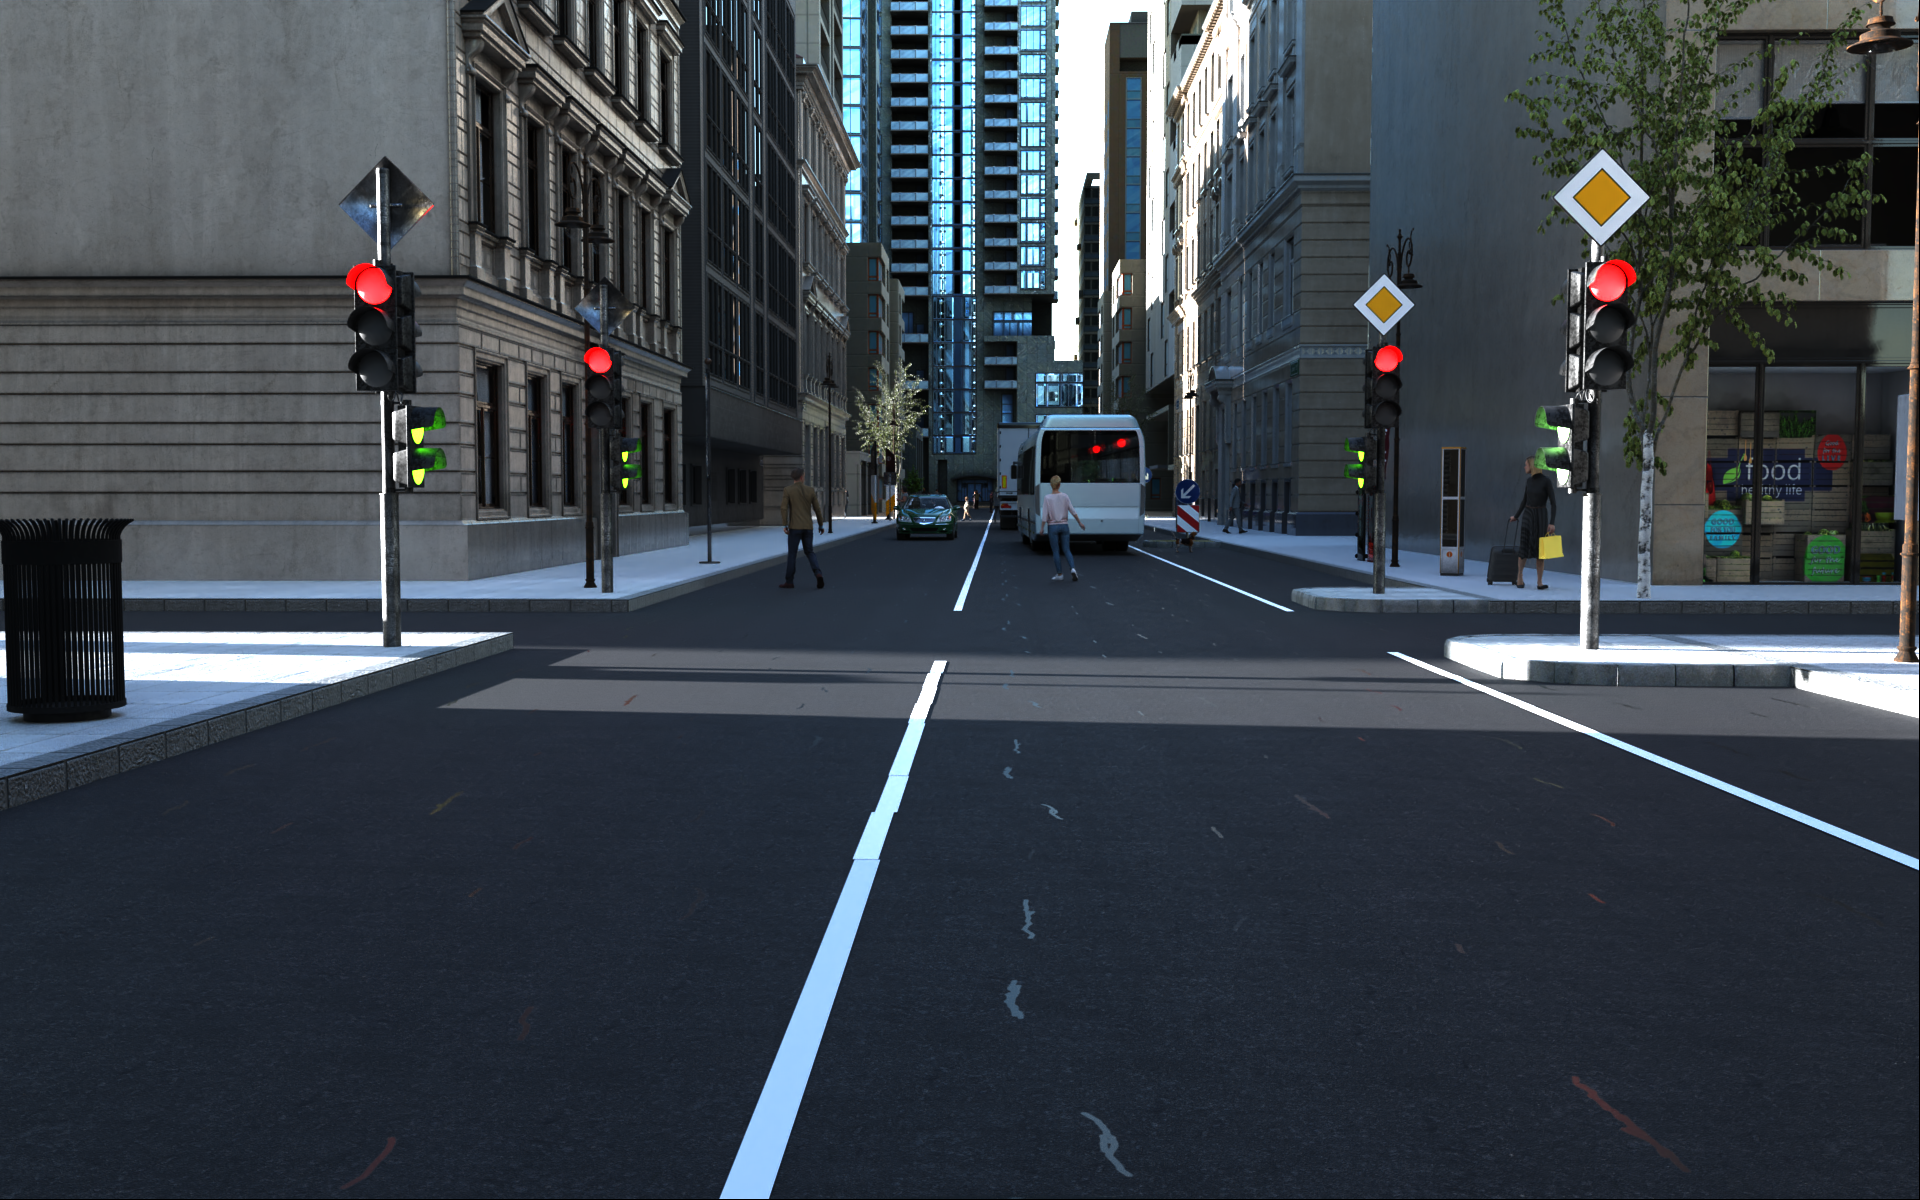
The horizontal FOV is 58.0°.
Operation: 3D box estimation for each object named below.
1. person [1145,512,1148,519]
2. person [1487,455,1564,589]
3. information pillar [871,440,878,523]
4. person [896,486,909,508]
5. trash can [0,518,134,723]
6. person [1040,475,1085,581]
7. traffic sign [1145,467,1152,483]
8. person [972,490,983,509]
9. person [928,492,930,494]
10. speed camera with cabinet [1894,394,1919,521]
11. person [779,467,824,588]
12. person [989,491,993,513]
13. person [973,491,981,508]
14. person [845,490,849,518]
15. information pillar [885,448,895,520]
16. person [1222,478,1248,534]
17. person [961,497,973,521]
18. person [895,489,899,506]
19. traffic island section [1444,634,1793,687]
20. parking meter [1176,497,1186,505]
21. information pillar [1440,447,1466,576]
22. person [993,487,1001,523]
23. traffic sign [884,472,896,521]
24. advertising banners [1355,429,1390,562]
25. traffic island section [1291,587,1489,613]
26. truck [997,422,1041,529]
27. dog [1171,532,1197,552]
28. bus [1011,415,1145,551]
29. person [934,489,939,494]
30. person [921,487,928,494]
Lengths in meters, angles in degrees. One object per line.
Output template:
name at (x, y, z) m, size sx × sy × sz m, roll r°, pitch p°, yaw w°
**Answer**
person at (9.298, -5.022, 88.636) m, size 0.515 × 1.767 × 0.782 m, roll -1°, pitch 4°, yaw -12°
person at (7.759, -1.069, 23.744) m, size 0.699 × 1.804 × 1.509 m, roll 0°, pitch 4°, yaw 4°
information pillar at (-3.778, -5.174, 75.950) m, size 0.183 × 3.616 × 0.504 m, roll -1°, pitch 4°, yaw -23°
person at (-2.353, -3.755, 70.245) m, size 0.532 × 1.782 × 0.716 m, roll 0°, pitch 4°, yaw -3°
trash can at (-5.118, 0.107, 9.900) m, size 0.748 × 1.137 × 0.748 m, roll 0°, pitch 3°, yaw 0°
person at (1.755, -1.192, 28.668) m, size 0.731 × 1.740 × 0.598 m, roll -2°, pitch 4°, yaw -29°
traffic sign at (8.617, -4.960, 81.207) m, size 0.768 × 2.556 × 0.104 m, roll 0°, pitch 4°, yaw 4°
person at (1.601, -9.451, 163.123) m, size 1.348 × 1.812 × 0.705 m, roll -3°, pitch 4°, yaw -39°
person at (-2.549, -8.980, 156.106) m, size 0.697 × 1.427 × 0.421 m, roll 0°, pitch 4°, yaw 6°
speed camera with cabinet at (9.170, -1.250, 14.766) m, size 2.038 × 3.252 × 0.660 m, roll 1°, pitch 4°, yaw 11°
person at (-2.387, -1.099, 26.379) m, size 0.836 × 1.842 × 0.656 m, roll 3°, pitch 4°, yaw 36°
person at (2.458, -7.501, 132.610) m, size 0.415 × 1.643 × 0.593 m, roll -3°, pitch 4°, yaw -36°
person at (1.670, -9.999, 172.780) m, size 0.742 × 1.727 × 0.445 m, roll -1°, pitch 4°, yaw -10°
person at (-6.123, -5.165, 90.918) m, size 0.576 × 1.772 × 0.534 m, roll -2°, pitch 4°, yaw -31°
information pillar at (-3.512, -5.854, 87.060) m, size 0.504 × 3.616 × 0.183 m, roll -1°, pitch 4°, yaw -19°
person at (8.952, -3.056, 56.285) m, size 0.850 × 1.792 × 0.678 m, roll 1°, pitch 4°, yaw 16°
person at (0.370, -4.816, 91.509) m, size 0.640 × 1.303 × 0.475 m, roll -1°, pitch 4°, yaw -19°
person at (-4.516, -6.997, 121.231) m, size 0.721 × 1.735 × 1.217 m, roll 2°, pitch 4°, yaw 24°
traffic island section at (5.238, 0.485, 14.356) m, size 2.009 × 0.180 × 2.903 m, roll 0°, pitch 4°, yaw 1°
parking meter at (8.378, -3.503, 65.691) m, size 0.372 × 1.533 × 0.369 m, roll 0°, pitch 3°, yaw 0°
information pillar at (7.747, -1.390, 27.219) m, size 0.304 × 2.012 × 0.304 m, roll 2°, pitch 4°, yaw 32°
person at (1.881, -4.698, 85.501) m, size 0.526 × 1.800 × 0.537 m, roll -3°, pitch 5°, yaw -43°
traffic sign at (-3.284, -4.843, 81.319) m, size 0.606 × 2.300 × 0.079 m, roll 0°, pitch 4°, yaw 6°
advertising banners at (7.753, -2.224, 32.544) m, size 0.090 × 3.025 × 2.074 m, roll 0°, pitch 4°, yaw -2°
traffic island section at (5.424, -0.004, 22.339) m, size 2.009 × 0.180 × 2.903 m, roll 0°, pitch 4°, yaw 1°
truck at (2.955, -5.163, 73.329) m, size 2.839 × 4.237 × 11.283 m, roll 0°, pitch 4°, yaw 3°
dog at (5.527, -1.428, 42.632) m, size 0.540 × 0.507 × 0.406 m, roll -3°, pitch 5°, yaw -43°
bus at (3.008, -3.173, 46.732) m, size 2.948 × 3.499 × 13.247 m, roll 0°, pitch 3°, yaw 0°
person at (-2.094, -9.260, 157.979) m, size 0.617 × 1.759 × 0.750 m, roll 1°, pitch 4°, yaw 14°
person at (-2.885, -8.167, 139.589) m, size 1.348 × 1.821 × 0.705 m, roll 3°, pitch 4°, yaw 38°
